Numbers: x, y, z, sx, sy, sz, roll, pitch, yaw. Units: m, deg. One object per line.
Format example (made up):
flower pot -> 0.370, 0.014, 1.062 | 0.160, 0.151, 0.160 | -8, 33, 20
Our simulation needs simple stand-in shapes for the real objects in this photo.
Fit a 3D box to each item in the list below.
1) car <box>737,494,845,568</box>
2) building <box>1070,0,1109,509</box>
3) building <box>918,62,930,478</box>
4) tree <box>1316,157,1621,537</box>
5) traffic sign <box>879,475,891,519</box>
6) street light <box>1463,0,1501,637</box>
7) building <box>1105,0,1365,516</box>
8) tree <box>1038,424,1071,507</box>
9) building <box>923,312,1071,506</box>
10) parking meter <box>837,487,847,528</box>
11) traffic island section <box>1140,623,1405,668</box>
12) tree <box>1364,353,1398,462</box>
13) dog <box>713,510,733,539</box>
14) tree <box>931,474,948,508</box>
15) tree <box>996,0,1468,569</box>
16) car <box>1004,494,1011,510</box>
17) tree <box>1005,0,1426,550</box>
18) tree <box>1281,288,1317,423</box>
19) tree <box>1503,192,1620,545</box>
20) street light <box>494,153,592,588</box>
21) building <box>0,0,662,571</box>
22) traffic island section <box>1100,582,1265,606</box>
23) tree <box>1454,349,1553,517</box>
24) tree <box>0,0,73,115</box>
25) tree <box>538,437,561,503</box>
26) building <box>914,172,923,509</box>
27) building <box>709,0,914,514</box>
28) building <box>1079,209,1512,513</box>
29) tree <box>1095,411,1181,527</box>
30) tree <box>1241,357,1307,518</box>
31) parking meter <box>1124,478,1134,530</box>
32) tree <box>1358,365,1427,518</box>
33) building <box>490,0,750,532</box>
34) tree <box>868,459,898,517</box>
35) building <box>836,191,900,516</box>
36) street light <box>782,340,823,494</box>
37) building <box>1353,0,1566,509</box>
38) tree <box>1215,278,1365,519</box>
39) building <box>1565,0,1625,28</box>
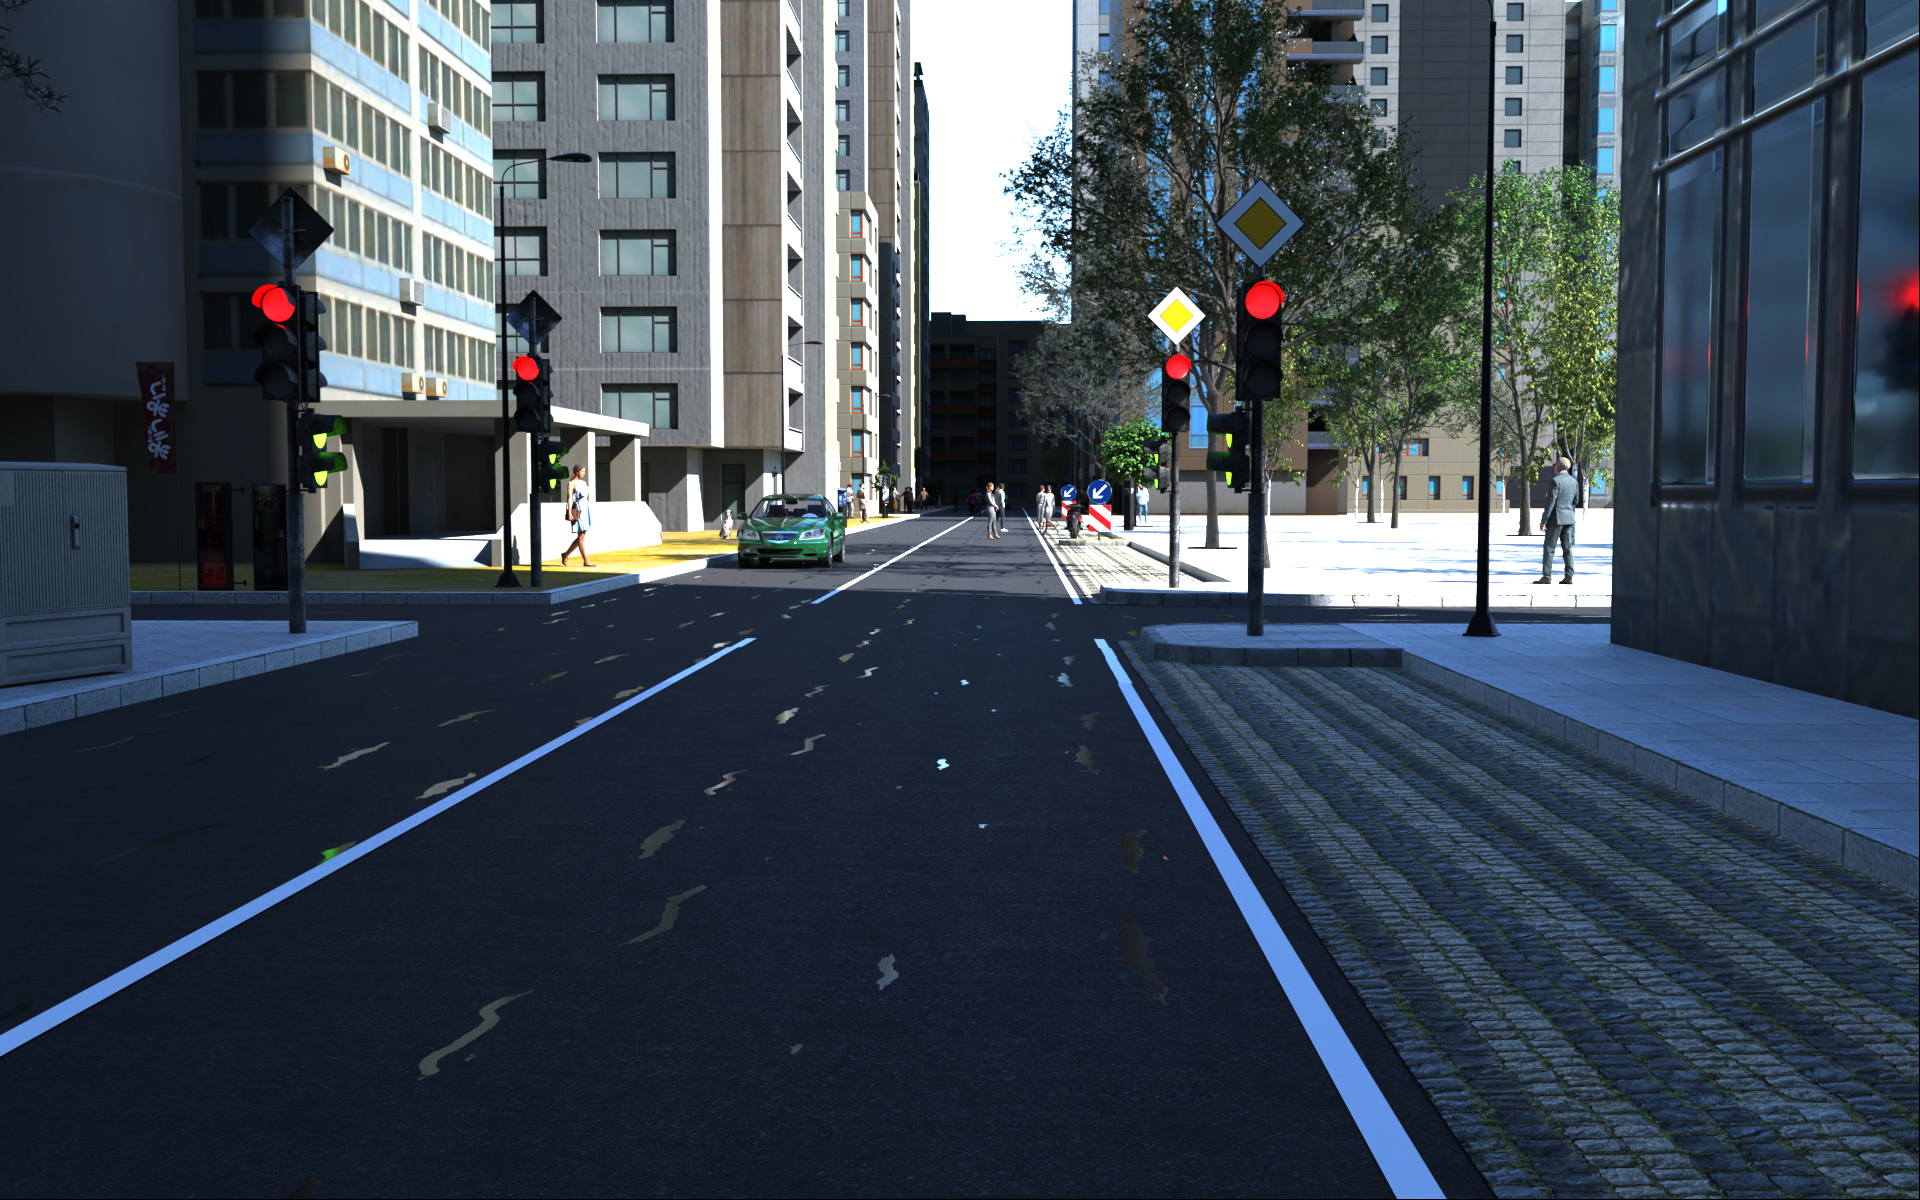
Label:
car -> -3.382, -1.435, 35.253 | 2.131, 1.459, 4.920 | 0, 4, 1
building -> 20.638, -37.632, 157.275 | 21.231, 58.520, 28.212 | 0, 4, 2
building -> -9.989, -29.561, 166.924 | 14.086, 41.232, 14.154 | 0, 4, 2
tree -> 17.298, -7.748, 52.435 | 9.928, 11.665, 9.643 | 0, 3, 0
traffic sign -> -3.929, -5.418, 90.712 | 0.606, 2.300, 0.079 | 1, 4, 9
street light -> 4.190, -2.630, 15.546 | 1.470, 5.913, 1.316 | 0, 4, 2
building -> 16.540, -27.991, 107.771 | 14.600, 45.320, 14.200 | 0, 4, 2
tree -> 10.058, -13.798, 175.962 | 4.737, 8.622, 4.395 | 0, 3, 0
building -> -1.127, -21.570, 197.706 | 28.899, 21.520, 27.650 | 0, 4, 2
parking meter -> -4.510, -3.542, 66.329 | 0.372, 1.533, 0.369 | 0, 3, 0
traffic island section -> 2.701, 0.401, 15.720 | 2.009, 0.180, 2.903 | 0, 4, 2
tree -> 20.138, -8.404, 87.761 | 4.737, 8.622, 4.395 | 0, 3, 0
dog -> -6.858, -2.176, 49.950 | 0.800, 0.831, 0.513 | -2, 4, -32
tree -> -2.003, -10.379, 164.294 | 1.663, 3.219, 1.824 | 0, 3, 0
tree -> 5.147, -5.842, 29.934 | 8.767, 10.594, 7.601 | -1, 4, -16
car -> 3.737, -9.276, 160.455 | 1.959, 1.807, 4.718 | 0, 4, 1
tree -> 5.846, -7.939, 40.174 | 12.009, 13.543, 11.850 | 0, 3, 0
tree -> 17.950, -9.187, 75.966 | 9.928, 11.665, 9.643 | 0, 3, 0
tree -> 15.431, -5.684, 43.290 | 4.737, 8.622, 4.395 | 0, 3, 0
street light -> -5.703, -3.131, 23.735 | 1.470, 5.913, 1.316 | 0, 4, 2
building -> -23.952, -21.090, 36.711 | 32.217, 40.220, 23.993 | 0, 4, 2
traffic island section -> 2.953, -0.087, 23.701 | 2.009, 0.180, 2.903 | 0, 4, 2
tree -> 26.703, -8.339, 86.709 | 4.360, 8.622, 3.978 | 0, 3, 0
tree -> -7.645, -5.978, 8.113 | 12.009, 13.543, 11.850 | 0, 3, 0
tree -> -13.145, -3.720, 55.429 | 1.663, 3.219, 1.824 | 0, 3, 0
building -> -10.622, -23.095, 149.306 | 14.160, 30.474, 14.107 | 0, 4, 2
building -> -10.936, -27.589, 134.668 | 14.154, 41.232, 14.086 | 0, 4, 2
building -> 23.314, -17.417, 129.804 | 27.650, 21.520, 28.899 | 0, 4, 2
tree -> 7.035, -5.191, 68.592 | 4.285, 4.588, 4.351 | 0, 3, 0
tree -> 16.735, -8.772, 93.791 | 4.360, 8.622, 3.978 | 0, 3, 0
parking meter -> 5.966, -3.394, 61.206 | 0.255, 1.863, 0.399 | 2, 4, 30
tree -> 23.099, -8.770, 93.755 | 4.360, 8.622, 3.978 | 0, 3, 0
building -> -12.176, -23.224, 63.311 | 14.154, 41.232, 14.086 | 0, 4, 2
tree -> -4.317, -6.201, 95.986 | 1.663, 3.219, 1.824 | 0, 3, 0
building -> -18.707, -16.453, 114.052 | 27.650, 21.520, 28.899 | 0, 4, 2
street light -> -4.825, -4.890, 52.489 | 1.470, 5.913, 1.316 | 0, 4, 2
building -> 42.708, -44.219, 161.233 | 20.611, 71.187, 20.563 | 0, 4, 2
tree -> 9.877, -6.486, 56.411 | 4.737, 8.622, 4.395 | 0, 3, 0
building -> 68.498, -33.056, 160.076 | 30.456, 49.044, 23.786 | 0, 4, 2
